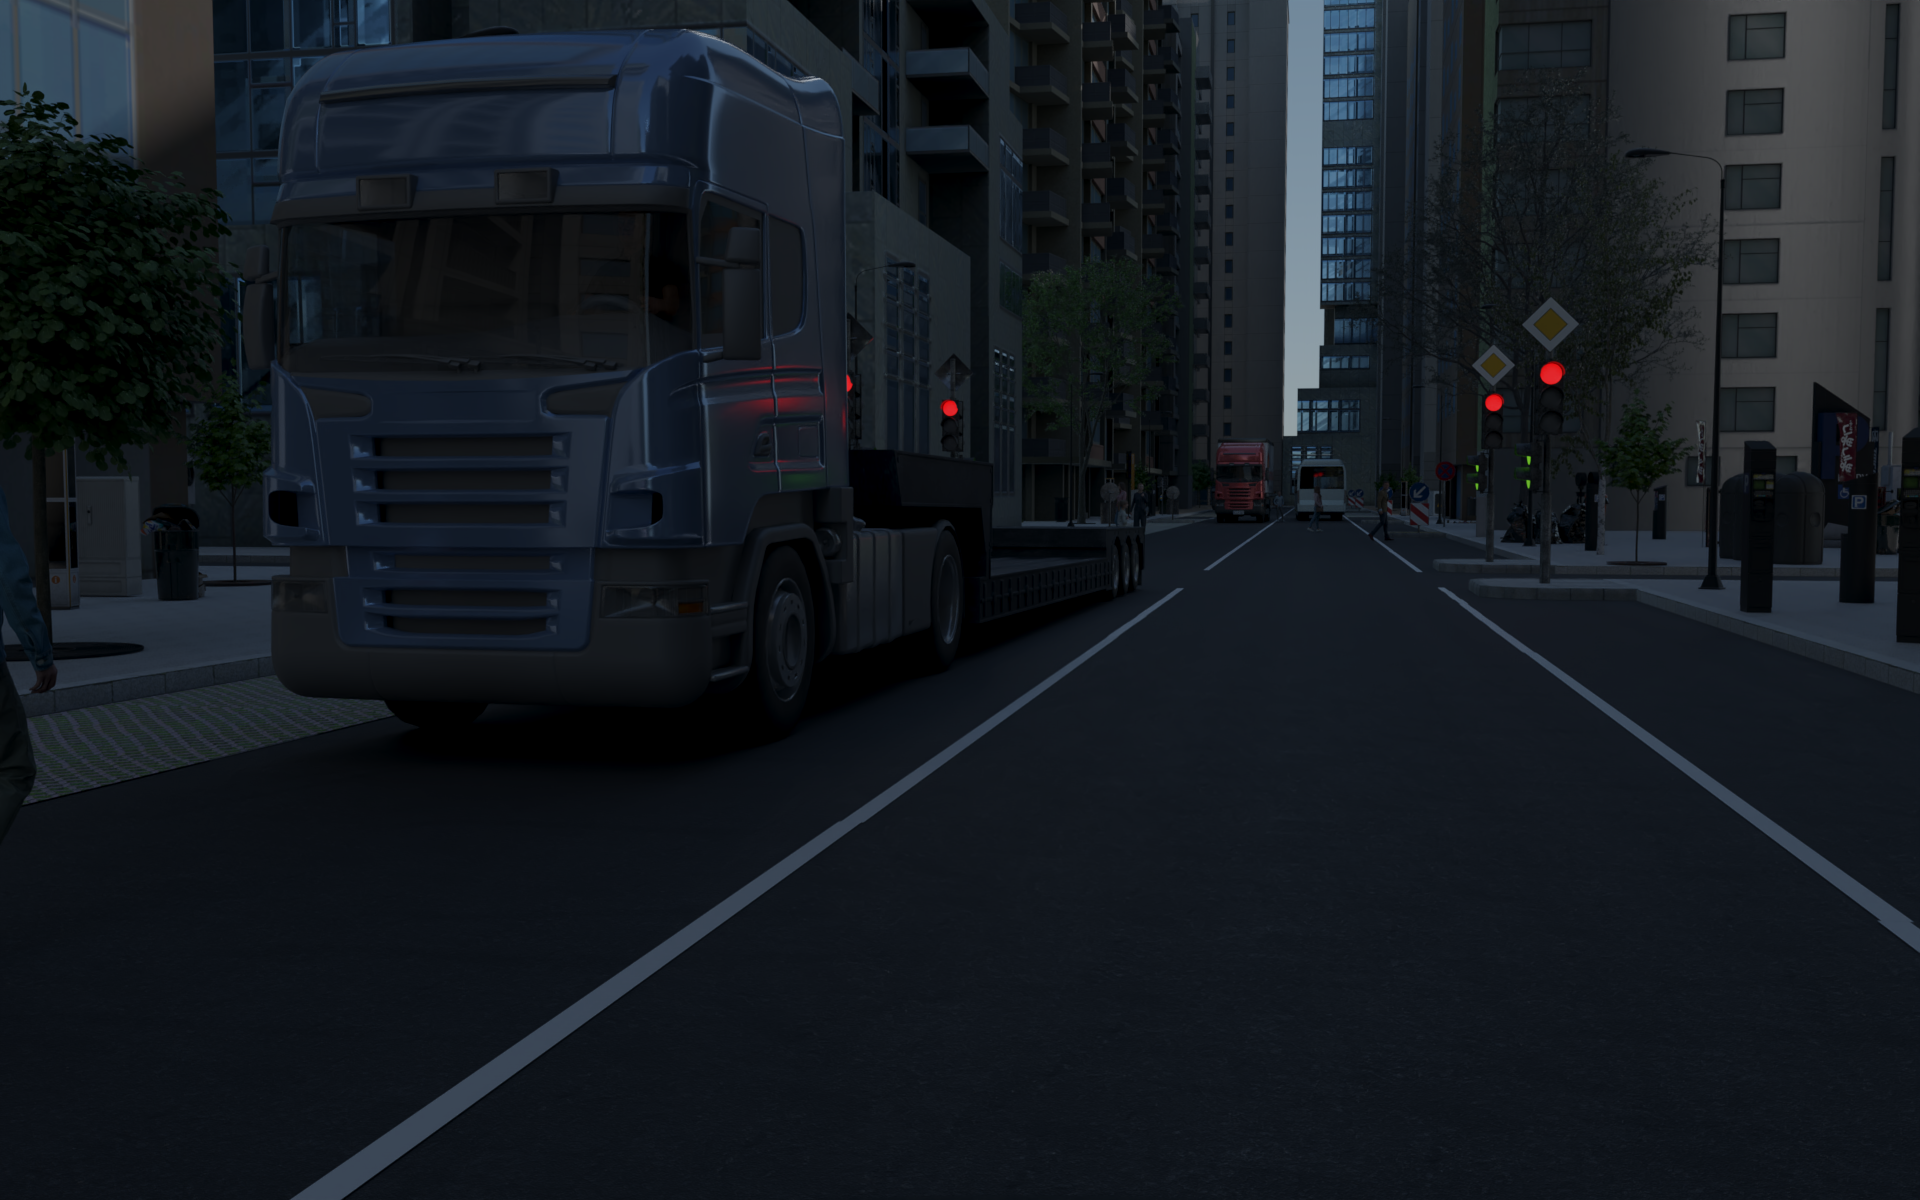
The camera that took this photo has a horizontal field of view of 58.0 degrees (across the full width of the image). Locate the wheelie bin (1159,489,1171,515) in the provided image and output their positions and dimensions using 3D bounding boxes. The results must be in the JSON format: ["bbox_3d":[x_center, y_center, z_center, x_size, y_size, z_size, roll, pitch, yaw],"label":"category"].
[{"bbox_3d":[12.870,-6.166,108.715,0.693,1.594,0.980,1,4,22],"label":"wheelie bin"}]

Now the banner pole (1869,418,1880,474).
[{"bbox_3d":[29.873,-4.084,56.786,0.401,3.779,0.863,0,4,-2],"label":"banner pole"}]

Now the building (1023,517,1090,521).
[{"bbox_3d":[-2.058,-26.913,94.656,22.147,44.769,28.867,1,4,12],"label":"building"}]

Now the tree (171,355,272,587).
[{"bbox_3d":[-10.167,-1.813,24.250,1.663,3.219,1.824,0,3,0],"label":"tree"}]

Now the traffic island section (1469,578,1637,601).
[{"bbox_3d":[8.422,-0.159,24.882,2.009,0.180,2.903,1,4,12],"label":"traffic island section"}]

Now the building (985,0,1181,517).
[{"bbox_3d":[4.185,-28.791,125.352,22.147,44.769,28.867,1,4,12],"label":"building"}]

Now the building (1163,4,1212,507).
[{"bbox_3d":[9.432,-33.860,173.213,30.456,49.044,23.786,1,4,12],"label":"building"}]

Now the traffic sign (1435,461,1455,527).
[{"bbox_3d":[18.807,-4.104,67.204,0.768,2.556,0.104,1,4,13],"label":"traffic sign"}]

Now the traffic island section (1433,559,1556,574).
[{"bbox_3d":[10.021,-0.638,32.706,2.009,0.180,2.903,1,4,12],"label":"traffic island section"}]

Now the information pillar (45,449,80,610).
[{"bbox_3d":[-9.997,-0.900,19.209,0.304,2.012,0.304,-1,4,-8],"label":"information pillar"}]

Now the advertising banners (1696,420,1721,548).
[{"bbox_3d":[18.158,-2.789,41.784,2.074,3.025,0.090,-3,5,-44],"label":"advertising banners"}]

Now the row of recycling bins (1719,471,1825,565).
[{"bbox_3d":[15.394,-1.583,32.992,1.069,1.692,3.534,0,4,5],"label":"row of recycling bins"}]

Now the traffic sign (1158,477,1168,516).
[{"bbox_3d":[12.073,-6.187,103.286,0.606,2.300,0.079,1,4,16],"label":"traffic sign"}]

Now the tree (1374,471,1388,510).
[{"bbox_3d":[33.059,-8.477,133.202,1.663,3.219,1.824,0,3,0],"label":"tree"}]

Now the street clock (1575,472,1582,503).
[{"bbox_3d":[20.642,-3.244,57.603,0.358,2.002,0.471,0,4,-2],"label":"street clock"}]

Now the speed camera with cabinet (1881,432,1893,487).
[{"bbox_3d":[29.941,-3.694,54.728,0.660,3.252,2.038,0,4,-3],"label":"speed camera with cabinet"}]

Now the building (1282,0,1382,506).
[{"bbox_3d":[53.045,-54.076,196.819,31.000,86.520,22.319,1,4,12],"label":"building"}]

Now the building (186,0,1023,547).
[{"bbox_3d":[-9.654,-45.217,51.966,22.319,86.520,31.000,1,4,12],"label":"building"}]

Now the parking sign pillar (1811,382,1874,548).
[{"bbox_3d":[21.168,-3.247,41.560,1.447,3.967,1.447,0,4,3],"label":"parking sign pillar"}]

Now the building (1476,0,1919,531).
[{"bbox_3d":[26.996,-23.354,65.426,14.154,41.232,14.086,1,4,12],"label":"building"}]

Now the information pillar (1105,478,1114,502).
[{"bbox_3d":[6.956,-4.654,80.587,0.304,2.012,0.304,3,4,36],"label":"information pillar"}]

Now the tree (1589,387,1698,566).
[{"bbox_3d":[12.181,-2.250,31.395,1.663,3.219,1.824,0,3,0],"label":"tree"}]

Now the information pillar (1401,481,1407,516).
[{"bbox_3d":[25.854,-5.892,100.833,0.304,2.012,0.304,2,4,25],"label":"information pillar"}]

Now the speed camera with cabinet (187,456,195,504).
[{"bbox_3d":[-17.723,-2.704,38.551,0.660,3.252,2.038,0,4,-1],"label":"speed camera with cabinet"}]

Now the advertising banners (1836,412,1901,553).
[{"bbox_3d":[19.732,-2.513,37.268,2.074,3.025,0.090,-1,4,-9],"label":"advertising banners"}]

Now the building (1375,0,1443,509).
[{"bbox_3d":[50.144,-37.952,162.508,21.231,58.520,28.212,1,4,12],"label":"building"}]

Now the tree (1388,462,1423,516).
[{"bbox_3d":[26.851,-6.680,103.823,1.663,3.219,1.824,0,3,0],"label":"tree"}]

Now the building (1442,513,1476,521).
[{"bbox_3d":[31.806,-26.714,86.879,14.600,45.320,14.200,1,4,12],"label":"building"}]

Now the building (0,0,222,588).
[{"bbox_3d":[-19.883,-22.658,20.571,14.200,45.320,14.600,1,4,12],"label":"building"}]

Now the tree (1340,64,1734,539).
[{"bbox_3d":[16.172,-8.478,48.992,12.009,13.543,11.850,0,3,0],"label":"tree"}]

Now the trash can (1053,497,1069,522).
[{"bbox_3d":[4.632,-4.134,79.251,0.748,1.137,0.748,0,3,0],"label":"trash can"}]

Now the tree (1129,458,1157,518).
[{"bbox_3d":[9.748,-5.998,92.669,1.663,3.219,1.824,0,3,0],"label":"tree"}]

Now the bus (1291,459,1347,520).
[{"bbox_3d":[20.332,-6.321,98.212,2.948,3.499,13.247,1,4,10],"label":"bus"}]

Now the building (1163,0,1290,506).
[{"bbox_3d":[23.872,-40.415,202.778,28.212,58.520,21.231,1,4,12],"label":"building"}]

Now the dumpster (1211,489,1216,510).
[{"bbox_3d":[20.701,-7.829,136.218,1.865,1.857,1.264,1,4,13],"label":"dumpster"}]

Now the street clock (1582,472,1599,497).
[{"bbox_3d":[20.461,-3.143,55.965,0.358,2.002,0.471,0,4,-3],"label":"street clock"}]

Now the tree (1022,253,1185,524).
[{"bbox_3d":[5.379,-9.054,73.787,9.928,11.665,9.643,0,3,0],"label":"tree"}]

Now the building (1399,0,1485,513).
[{"bbox_3d":[43.971,-30.102,142.280,14.600,45.320,14.200,1,4,12],"label":"building"}]

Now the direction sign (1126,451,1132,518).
[{"bbox_3d":[8.878,-6.062,91.117,0.379,3.537,0.876,-1,4,-11],"label":"direction sign"}]

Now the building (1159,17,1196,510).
[{"bbox_3d":[12.167,-28.264,145.713,14.154,41.232,14.086,1,4,12],"label":"building"}]

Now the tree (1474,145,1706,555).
[{"bbox_3d":[13.382,-5.272,36.553,4.360,8.622,3.978,0,3,0],"label":"tree"}]

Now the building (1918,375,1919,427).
[{"bbox_3d":[97.057,-30.714,156.796,28.867,44.769,22.147,1,4,12],"label":"building"}]

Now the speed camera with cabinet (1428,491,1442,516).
[{"bbox_3d":[28.414,-6.542,101.303,2.038,3.252,0.660,-1,4,-17],"label":"speed camera with cabinet"}]

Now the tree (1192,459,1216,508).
[{"bbox_3d":[21.690,-10.606,157.126,4.285,4.588,4.351,0,3,0],"label":"tree"}]
